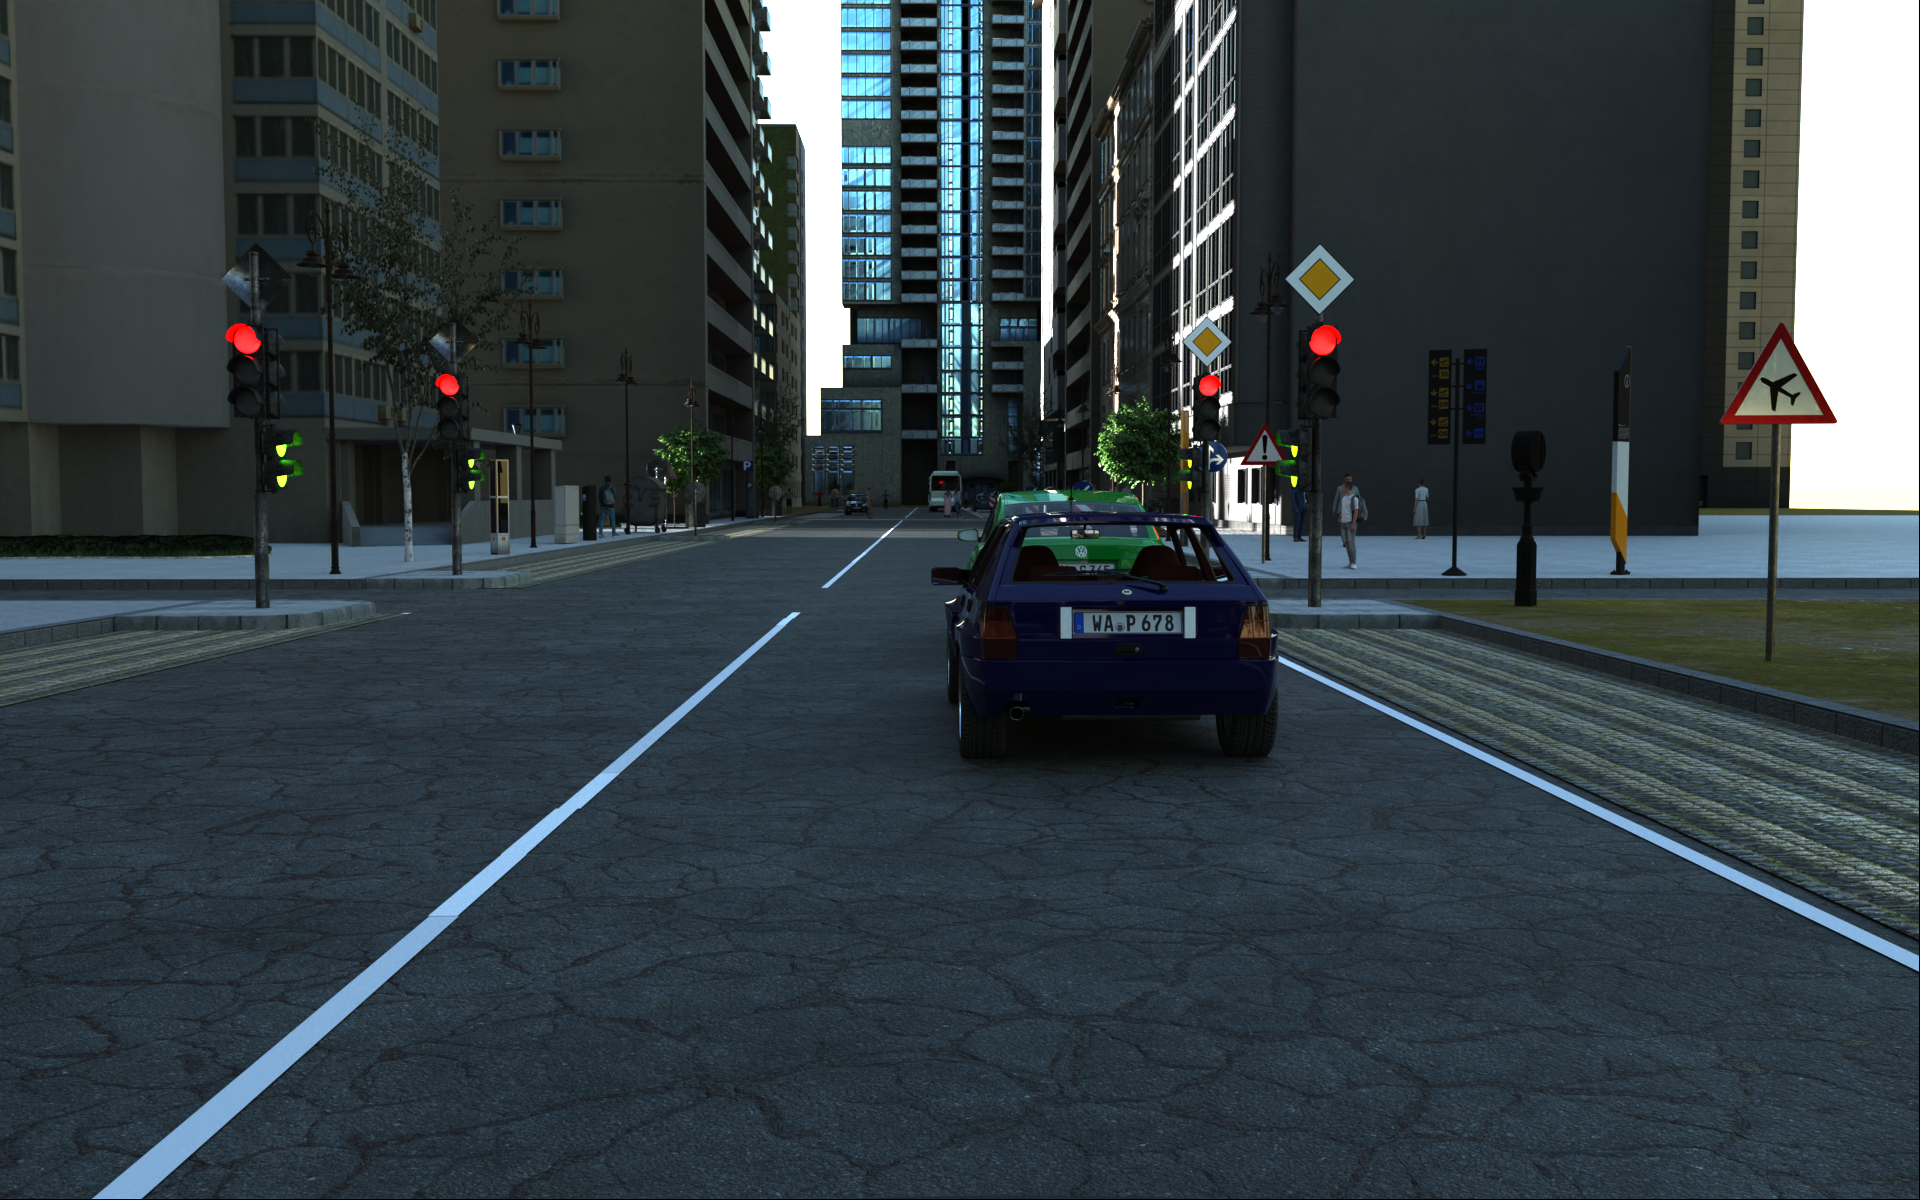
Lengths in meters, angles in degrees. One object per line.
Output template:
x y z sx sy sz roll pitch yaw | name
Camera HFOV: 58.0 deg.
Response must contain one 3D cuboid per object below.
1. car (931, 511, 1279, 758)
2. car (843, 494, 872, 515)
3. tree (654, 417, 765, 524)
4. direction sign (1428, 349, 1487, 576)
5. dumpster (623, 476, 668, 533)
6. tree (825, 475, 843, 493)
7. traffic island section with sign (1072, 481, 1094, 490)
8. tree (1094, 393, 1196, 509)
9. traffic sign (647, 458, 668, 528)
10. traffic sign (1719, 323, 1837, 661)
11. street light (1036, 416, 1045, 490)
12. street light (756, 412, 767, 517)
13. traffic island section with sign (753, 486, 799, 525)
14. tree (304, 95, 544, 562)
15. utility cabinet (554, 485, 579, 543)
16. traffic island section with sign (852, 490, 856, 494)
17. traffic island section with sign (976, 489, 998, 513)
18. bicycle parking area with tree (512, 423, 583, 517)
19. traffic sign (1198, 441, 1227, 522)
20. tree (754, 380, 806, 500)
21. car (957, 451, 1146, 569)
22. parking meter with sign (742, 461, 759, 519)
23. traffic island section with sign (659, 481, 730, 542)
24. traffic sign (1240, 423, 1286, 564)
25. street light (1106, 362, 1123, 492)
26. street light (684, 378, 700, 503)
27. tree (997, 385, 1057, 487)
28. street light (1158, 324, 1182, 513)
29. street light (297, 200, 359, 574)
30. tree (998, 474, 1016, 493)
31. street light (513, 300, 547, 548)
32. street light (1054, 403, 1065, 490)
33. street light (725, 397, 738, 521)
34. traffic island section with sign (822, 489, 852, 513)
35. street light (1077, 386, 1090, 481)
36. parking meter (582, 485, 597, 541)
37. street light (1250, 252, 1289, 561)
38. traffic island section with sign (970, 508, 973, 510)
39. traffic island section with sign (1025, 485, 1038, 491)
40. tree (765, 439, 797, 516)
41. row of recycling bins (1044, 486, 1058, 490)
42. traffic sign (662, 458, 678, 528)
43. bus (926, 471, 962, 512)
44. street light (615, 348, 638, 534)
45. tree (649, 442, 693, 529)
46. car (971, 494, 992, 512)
0.802 0.112 10.751 1.945 1.354 3.894 0 4 -2 | car
-7.030 -6.732 119.859 2.009 1.686 4.222 0 4 1 | car
-11.411 -5.498 73.613 4.285 4.588 4.351 0 3 0 | tree
7.792 -2.153 27.203 0.876 3.537 0.379 1 4 20 | direction sign
-10.431 -3.157 57.375 1.264 1.857 1.865 0 4 -1 | dumpster
-12.396 -10.825 171.587 1.663 3.219 1.824 0 3 0 | tree
3.548 -2.671 52.297 1.989 1.847 2.006 0 4 -1 | traffic island section with sign
5.972 -4.441 56.319 4.285 4.588 4.351 0 3 0 | tree
-10.683 -3.731 61.100 0.768 2.556 0.104 0 4 6 | traffic sign
6.230 -0.810 13.248 0.884 2.594 0.081 0 4 1 | traffic sign
4.741 -7.925 102.357 0.468 5.910 1.993 0 4 -1 | street light
-11.109 -7.607 97.164 0.468 5.910 1.993 0 4 -1 | street light
-8.495 -4.371 80.090 1.989 1.847 2.006 0 4 -1 | traffic island section with sign
-10.258 -5.017 32.391 4.360 8.622 3.978 0 3 0 | tree
-10.202 -2.215 44.891 0.318 1.500 1.173 0 4 5 | utility cabinet
-9.681 -9.060 156.755 1.989 1.847 2.006 0 4 -1 | traffic island section with sign
2.358 -7.414 129.844 1.989 1.847 2.006 0 4 -1 | traffic island section with sign
-20.456 -5.167 71.485 8.231 4.147 9.016 3 4 38 | bicycle parking area with tree
6.021 -2.536 41.573 0.768 2.556 0.104 0 4 5 | traffic sign
-11.777 -9.742 109.648 4.360 8.622 3.978 0 3 0 | tree
0.958 -0.454 16.227 1.959 1.807 4.718 0 4 -1 | car
-10.964 -5.795 91.015 0.543 3.016 1.738 0 4 7 | parking meter with sign
-8.072 -2.706 52.868 1.989 1.847 2.006 0 4 -1 | traffic island section with sign
5.596 -1.949 31.875 0.884 2.594 0.081 0 4 0 | traffic sign
5.381 -5.373 60.635 0.468 5.910 1.993 0 4 -1 | street light
-10.686 -5.897 69.210 0.468 5.910 1.993 0 4 -1 | street light
4.669 -10.123 115.869 4.360 8.622 3.978 0 3 0 | tree
5.682 -4.543 47.062 0.468 5.910 1.993 0 4 -1 | street light
-10.019 -3.352 27.600 0.468 5.910 1.993 0 4 -1 | street light
4.404 -10.388 164.437 1.663 3.219 1.824 0 3 0 | tree
-10.218 -4.191 41.319 0.468 5.910 1.993 0 4 -1 | street light
5.032 -7.033 87.784 0.468 5.910 1.993 0 4 -1 | street light
-10.916 -6.738 82.949 0.468 5.910 1.993 0 4 -1 | street light
-9.261 -7.379 129.274 1.989 1.847 2.006 0 4 -1 | traffic island section with sign
5.263 -6.203 74.210 0.468 5.910 1.993 0 4 -1 | street light
-10.233 -2.411 47.829 0.372 1.533 0.369 0 3 0 | parking meter
5.922 -3.700 33.284 0.468 5.910 1.993 0 4 -1 | street light
1.925 -9.104 157.480 1.989 1.847 2.006 0 4 -1 | traffic island section with sign
3.141 -4.323 79.308 1.989 1.847 2.006 0 4 -1 | traffic island section with sign
-11.328 -7.223 101.807 4.285 4.588 4.351 0 3 0 | tree
5.095 -5.402 95.430 1.069 1.692 3.534 0 4 2 | row of recycling bins
-10.569 -3.805 62.218 0.884 2.594 0.081 0 4 8 | traffic sign
-1.335 -9.147 144.408 2.948 3.499 13.247 0 4 -2 | bus
-10.548 -5.022 54.891 0.468 5.910 1.993 0 4 -1 | street light
-10.786 -4.281 64.595 1.663 3.219 1.824 0 3 0 | tree
1.938 -7.979 142.462 2.014 1.417 4.499 0 4 -1 | car
